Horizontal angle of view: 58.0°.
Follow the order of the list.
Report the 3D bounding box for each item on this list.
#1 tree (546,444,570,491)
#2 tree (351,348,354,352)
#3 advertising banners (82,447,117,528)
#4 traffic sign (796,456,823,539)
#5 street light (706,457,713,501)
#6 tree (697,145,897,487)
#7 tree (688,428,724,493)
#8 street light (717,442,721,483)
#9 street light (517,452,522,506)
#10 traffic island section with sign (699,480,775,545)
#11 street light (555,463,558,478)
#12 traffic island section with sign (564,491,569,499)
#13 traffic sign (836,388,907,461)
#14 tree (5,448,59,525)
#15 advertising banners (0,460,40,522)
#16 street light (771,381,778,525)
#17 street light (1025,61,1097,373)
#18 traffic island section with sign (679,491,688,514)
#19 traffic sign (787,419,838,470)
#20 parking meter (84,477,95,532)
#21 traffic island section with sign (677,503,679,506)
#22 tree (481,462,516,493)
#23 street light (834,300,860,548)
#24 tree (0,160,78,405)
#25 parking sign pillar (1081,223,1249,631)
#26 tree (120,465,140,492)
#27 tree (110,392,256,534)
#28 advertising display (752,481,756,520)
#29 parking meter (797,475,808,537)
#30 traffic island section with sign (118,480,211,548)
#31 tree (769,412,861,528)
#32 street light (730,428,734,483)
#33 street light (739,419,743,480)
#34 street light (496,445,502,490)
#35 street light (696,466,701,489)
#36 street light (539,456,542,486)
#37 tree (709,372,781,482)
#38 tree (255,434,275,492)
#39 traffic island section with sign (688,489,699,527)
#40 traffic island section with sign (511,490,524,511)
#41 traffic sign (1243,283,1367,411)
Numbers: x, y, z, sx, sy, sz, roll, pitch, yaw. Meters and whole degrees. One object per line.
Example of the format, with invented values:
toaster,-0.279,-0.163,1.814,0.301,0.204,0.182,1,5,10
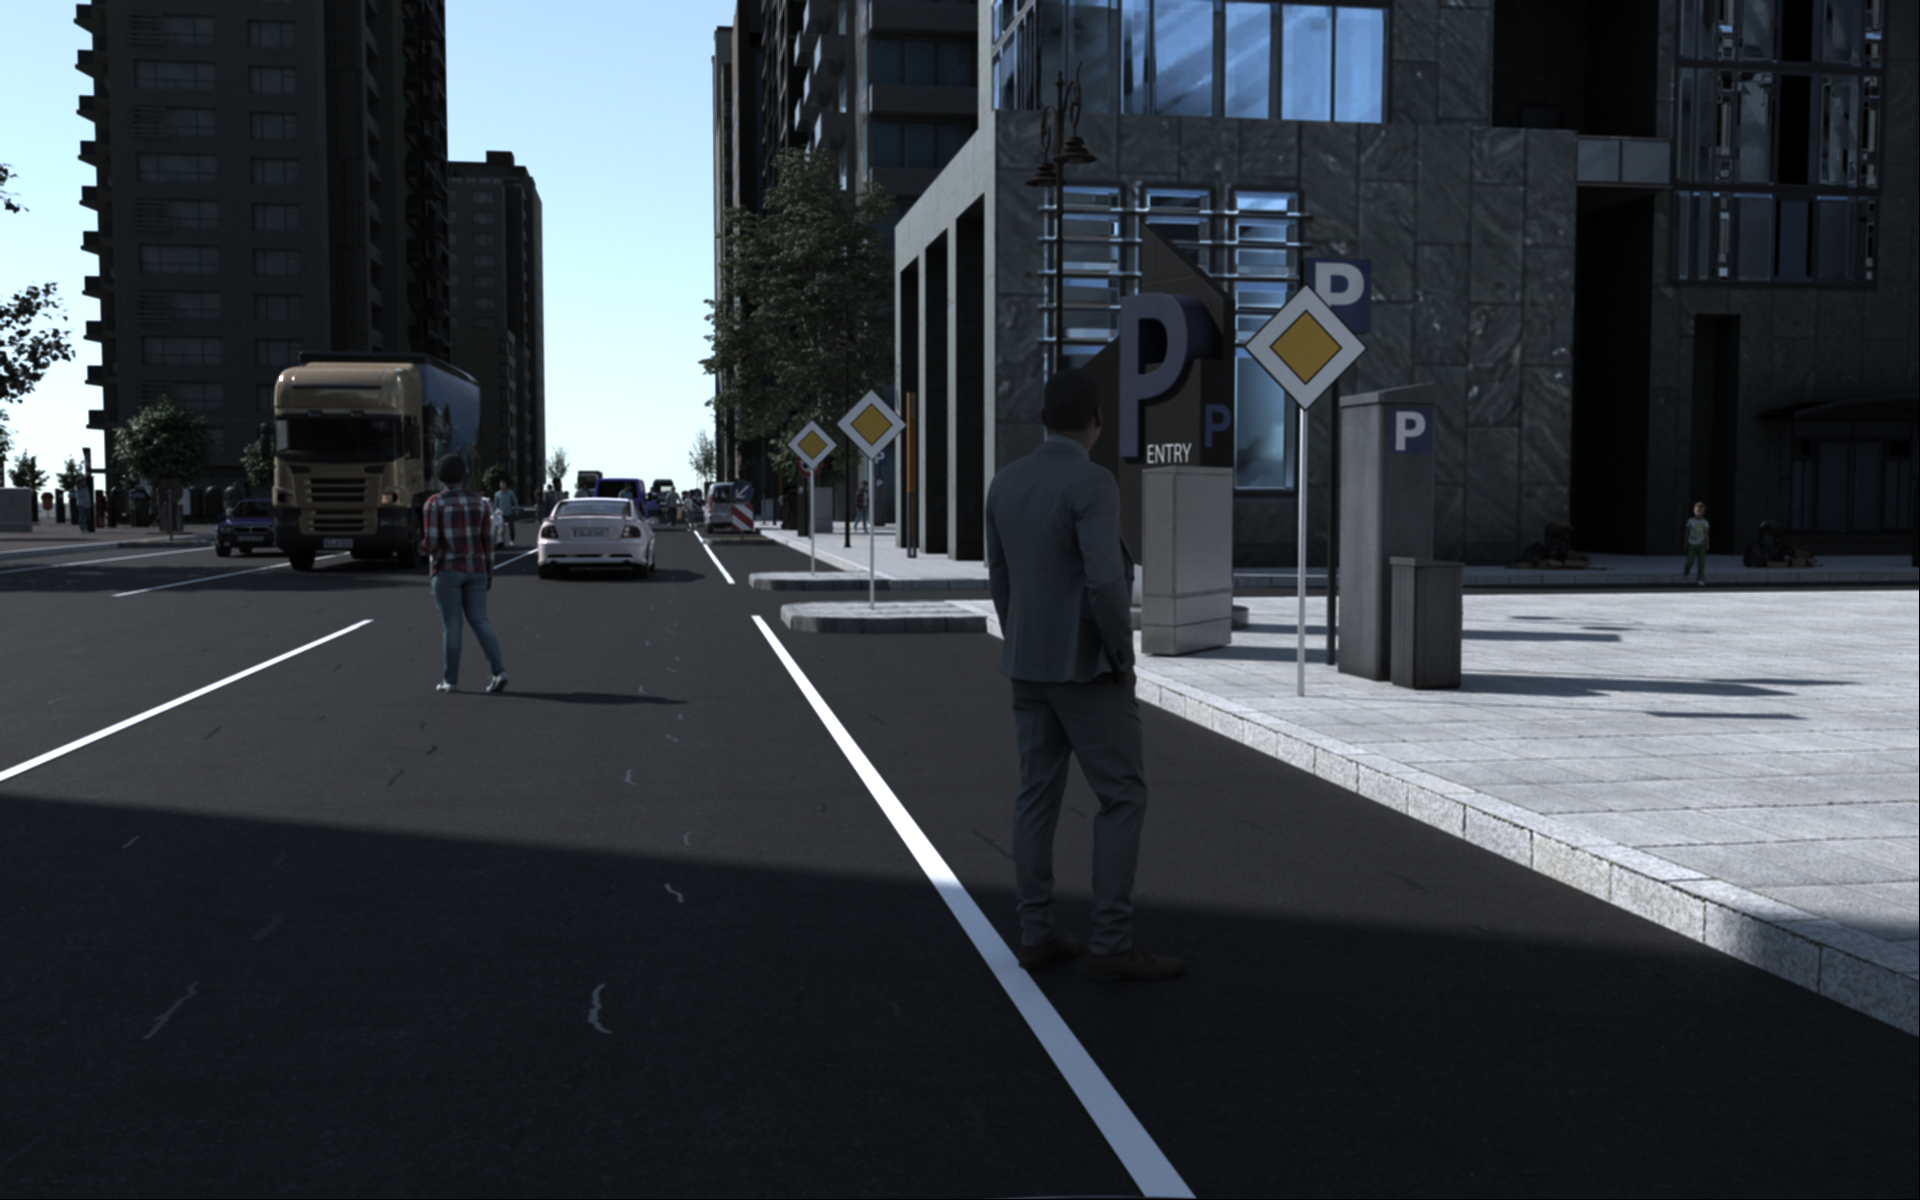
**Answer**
tree,-59.371,-18.668,255.590,4.737,8.622,4.395,0,3,0
tree,-31.540,-8.418,87.995,4.737,8.622,4.395,0,3,0
advertising banners,-32.706,-4.259,65.829,0.090,3.025,2.074,0,4,6
traffic sign,-4.262,-2.997,49.108,0.768,2.556,0.104,0,4,-5
street light,-25.267,-12.425,175.935,0.468,5.910,1.993,-1,4,-10
tree,-4.875,-8.517,57.380,7.486,12.596,7.792,0,3,0
tree,-27.677,-14.628,189.523,4.737,8.622,4.395,0,3,0
street light,-20.329,-10.603,146.154,0.468,5.910,1.993,-1,4,-10
street light,-46.244,-12.784,181.810,0.468,5.910,1.993,-1,4,-10
traffic island section with sign,-6.355,-2.497,49.449,1.989,1.847,2.006,-1,4,-10
street light,-56.282,-16.441,241.596,0.468,5.910,1.993,-1,4,-10
traffic island section with sign,-52.451,-13.608,231.125,1.989,1.847,2.006,-1,4,-10
traffic sign,-0.956,-1.038,19.165,0.795,2.593,0.064,-1,4,-10
tree,-38.926,-4.761,72.440,1.663,3.219,1.824,0,3,0
advertising banners,-43.483,-5.113,79.784,2.074,3.025,0.090,0,4,-2
street light,-7.640,-6.020,71.214,0.468,5.910,1.993,-1,4,-10
street light,1.093,-2.832,19.099,0.468,5.910,1.993,-1,4,-10
traffic island section with sign,-19.180,-7.163,125.748,1.989,1.847,2.006,-1,4,-10
traffic sign,-2.281,-1.520,27.040,0.795,2.593,0.064,-1,4,-10
parking meter,-29.289,-3.215,58.279,0.255,1.863,0.399,-2,4,-32
traffic island section with sign,-23.660,-8.789,152.329,1.989,1.847,2.006,-1,4,-10
tree,-45.799,-11.491,171.585,4.285,4.588,4.351,0,3,0
street light,-2.702,-4.198,41.433,0.468,5.910,1.993,-1,4,-10
tree,-22.158,-7.035,32.037,9.611,12.733,9.660,0,3,0
parking sign pillar,2.081,-1.729,16.741,1.447,3.967,1.447,-2,4,-31
tree,-45.386,-6.166,95.421,1.663,3.219,1.824,0,3,0
tree,-25.499,-4.415,55.895,4.285,4.588,4.351,0,3,0
advertising display,-10.153,-4.903,85.372,0.123,1.923,0.974,0,4,-3
parking meter,-4.684,-2.842,52.170,0.399,1.863,0.255,3,5,40
traffic island section with sign,-21.463,-2.340,46.892,1.989,1.847,2.006,-1,4,-10
tree,-5.361,-4.957,64.767,4.285,4.588,4.351,0,3,0
street light,-15.232,-8.784,116.399,0.468,5.910,1.993,-1,4,-10
street light,-12.743,-7.848,101.099,0.468,5.910,1.993,-1,4,-10
street light,-42.488,-11.432,159.700,0.468,5.910,1.993,-1,4,-10
street light,-39.221,-17.481,258.598,0.468,5.910,1.993,-1,4,-10
street light,-51.282,-14.620,211.824,0.468,5.910,1.993,-1,4,-10
tree,-13.044,-9.477,105.316,4.360,8.622,3.978,0,3,0
tree,-36.598,-6.633,92.170,4.285,4.588,4.351,0,3,0
traffic island section with sign,-10.826,-4.123,76.033,1.989,1.847,2.006,-1,4,-10
traffic island section with sign,-38.770,-8.635,149.807,1.989,1.847,2.006,-1,4,-10
traffic sign,2.181,-0.682,10.884,0.795,2.593,0.064,0,4,-7
